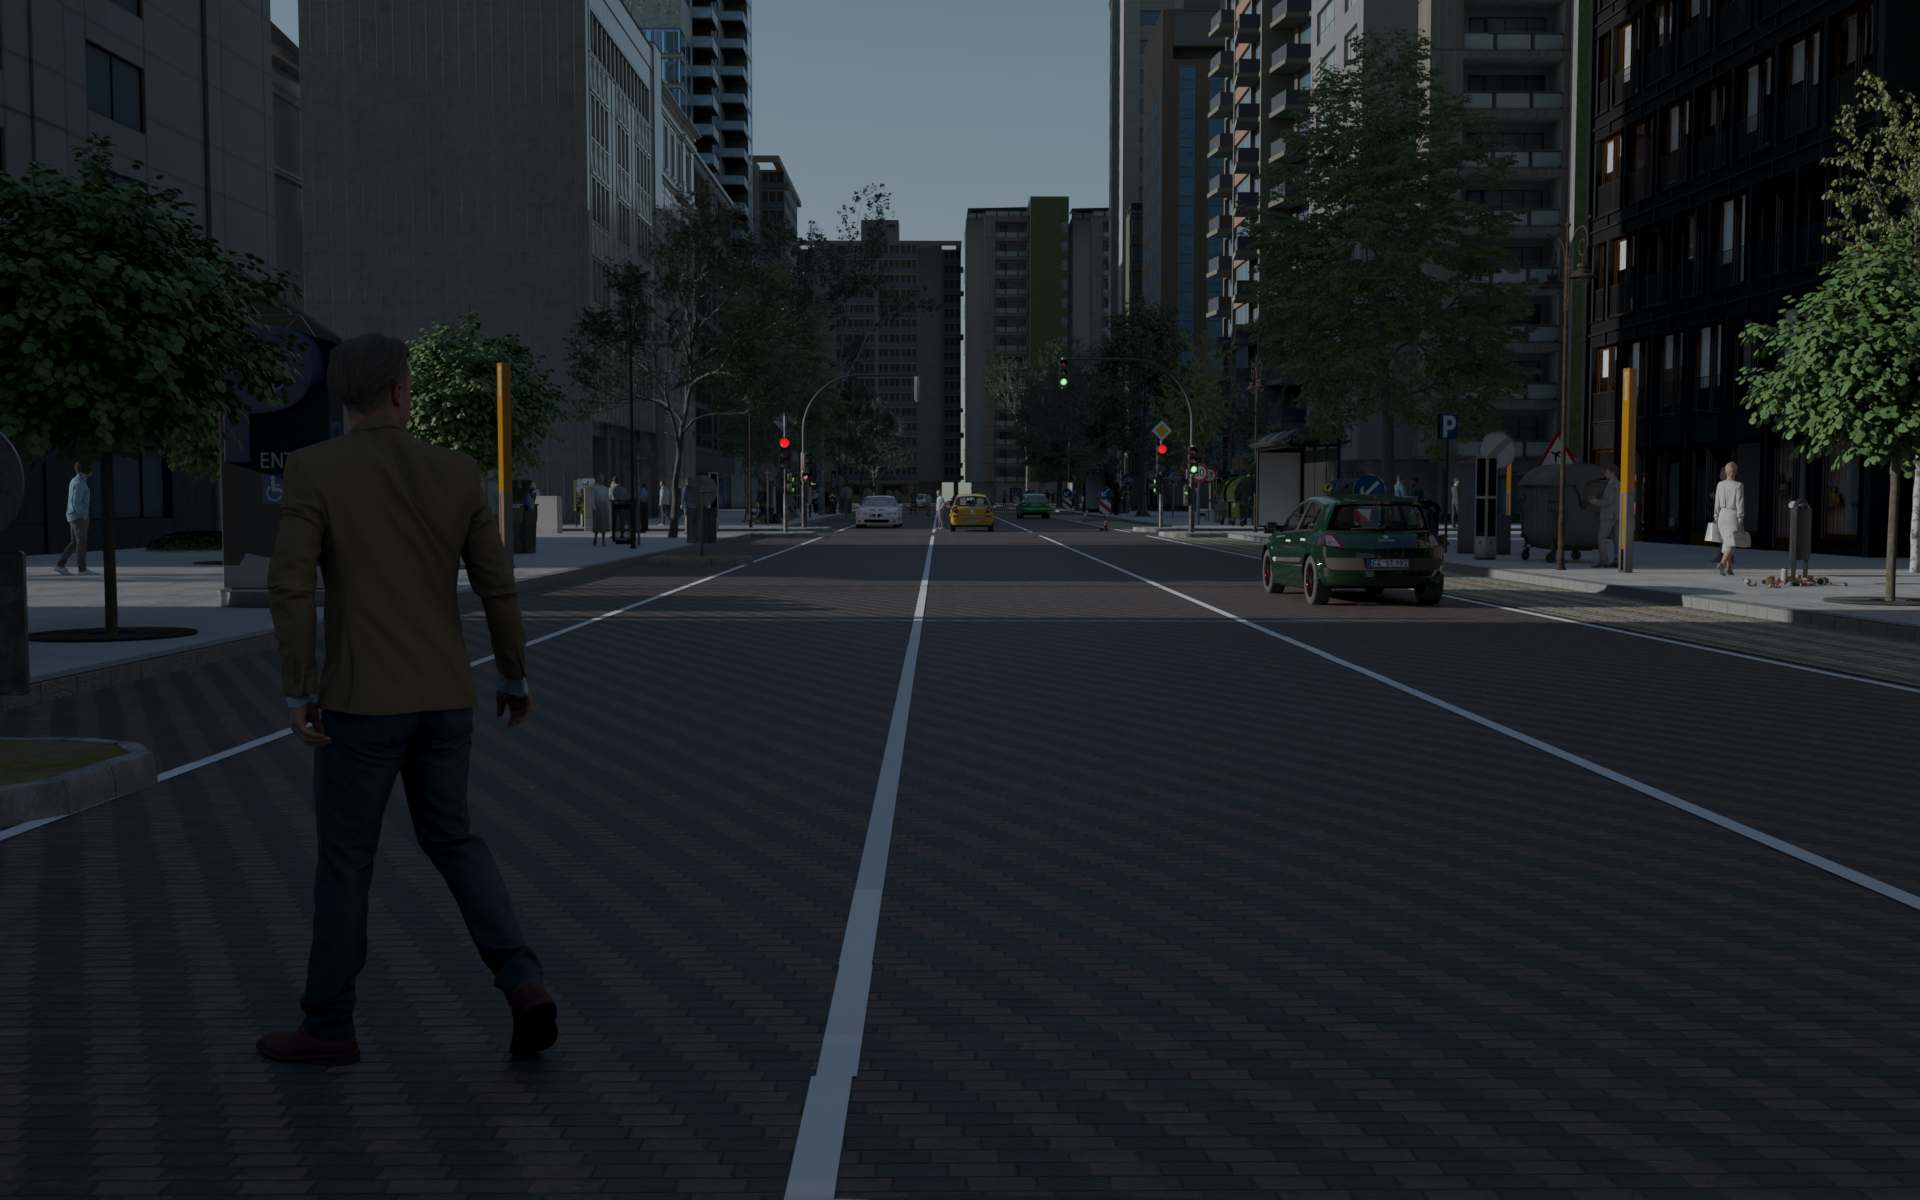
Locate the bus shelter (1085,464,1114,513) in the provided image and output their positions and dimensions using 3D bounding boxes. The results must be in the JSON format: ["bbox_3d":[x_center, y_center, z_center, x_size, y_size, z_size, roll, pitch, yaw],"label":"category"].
[{"bbox_3d":[9.434,-7.544,117.263,2.014,3.302,5.546,0,4,-1],"label":"bus shelter"}]

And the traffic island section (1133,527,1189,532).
[{"bbox_3d":[7.697,-2.683,66.149,2.009,0.180,2.903,0,4,-1],"label":"traffic island section"}]

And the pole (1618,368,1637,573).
[{"bbox_3d":[10.861,-2.099,28.161,0.158,3.312,0.155,0,3,0],"label":"pole"}]

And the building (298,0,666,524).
[{"bbox_3d":[-21.844,-16.212,83.087,12.078,24.808,19.932,0,4,-1],"label":"building"}]

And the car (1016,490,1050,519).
[{"bbox_3d":[4.297,-5.713,102.210,1.959,1.807,4.718,0,4,-2],"label":"car"}]

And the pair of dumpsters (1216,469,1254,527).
[{"bbox_3d":[11.443,-4.119,69.832,1.574,2.255,4.437,0,4,-1],"label":"pair of dumpsters"}]

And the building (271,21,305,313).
[{"bbox_3d":[-38.660,-15.235,77.968,19.941,23.489,11.050,0,4,-1],"label":"building"}]

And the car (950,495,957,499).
[{"bbox_3d":[-0.246,-12.083,210.132,1.945,1.354,3.894,0,3,0],"label":"car"}]

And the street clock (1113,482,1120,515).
[{"bbox_3d":[9.477,-6.141,104.980,0.358,2.002,0.471,3,4,38],"label":"street clock"}]

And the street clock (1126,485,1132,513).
[{"bbox_3d":[11.380,-6.894,117.292,0.471,2.002,0.358,0,4,-3],"label":"street clock"}]

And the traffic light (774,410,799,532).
[{"bbox_3d":[-5.813,-4.218,57.881,0.839,4.253,0.868,0,4,-1],"label":"traffic light"}]

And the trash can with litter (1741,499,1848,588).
[{"bbox_3d":[11.665,-0.825,24.550,1.678,1.210,2.233,3,5,44],"label":"trash can with litter"}]

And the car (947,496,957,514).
[{"bbox_3d":[0.038,-7.078,128.306,1.945,1.354,3.894,0,4,-1],"label":"car"}]

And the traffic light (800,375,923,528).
[{"bbox_3d":[-3.812,-5.581,65.924,4.771,5.953,1.251,0,4,-1],"label":"traffic light"}]

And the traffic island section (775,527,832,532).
[{"bbox_3d":[-5.943,-2.674,65.999,2.009,0.180,2.903,0,4,-1],"label":"traffic island section"}]

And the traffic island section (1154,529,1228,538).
[{"bbox_3d":[7.788,-2.195,58.164,2.009,0.180,2.903,0,4,-1],"label":"traffic island section"}]

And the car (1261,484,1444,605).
[{"bbox_3d":[5.322,-0.859,23.831,2.009,1.686,4.222,0,4,-2],"label":"car"}]

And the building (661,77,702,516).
[{"bbox_3d":[-23.308,-19.391,102.939,13.634,28.700,20.117,0,4,-1],"label":"building"}]

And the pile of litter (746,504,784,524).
[{"bbox_3d":[-8.381,-3.708,74.590,1.719,0.858,1.176,-1,4,-21],"label":"pile of litter"}]

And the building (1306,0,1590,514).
[{"bbox_3d":[24.792,-24.335,81.466,14.086,41.232,14.154,0,4,-1],"label":"building"}]

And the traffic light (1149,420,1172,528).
[{"bbox_3d":[7.657,-4.716,66.034,0.839,4.253,0.868,0,4,-1],"label":"traffic light"}]

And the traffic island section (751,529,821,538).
[{"bbox_3d":[-5.853,-2.186,58.015,2.009,0.180,2.903,0,4,-1],"label":"traffic island section"}]

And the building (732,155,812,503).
[{"bbox_3d":[-30.105,-30.623,192.564,23.993,40.220,32.217,0,4,-1],"label":"building"}]

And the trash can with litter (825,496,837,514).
[{"bbox_3d":[-8.349,-6.075,110.712,1.055,1.170,0.624,3,4,36],"label":"trash can with litter"}]

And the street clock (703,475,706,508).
[{"bbox_3d":[-9.873,-3.794,66.603,0.358,2.002,0.471,-2,4,-30],"label":"street clock"}]

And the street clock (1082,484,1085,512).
[{"bbox_3d":[8.647,-7.107,120.774,0.358,2.002,0.471,0,4,7],"label":"street clock"}]

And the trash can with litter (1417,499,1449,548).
[{"bbox_3d":[11.197,-1.823,41.185,0.624,1.170,1.055,3,5,40],"label":"trash can with litter"}]

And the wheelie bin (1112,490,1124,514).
[{"bbox_3d":[10.240,-6.401,112.563,0.693,1.594,0.980,1,4,22],"label":"wheelie bin"}]

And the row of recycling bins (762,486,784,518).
[{"bbox_3d":[-10.099,-5.330,94.256,1.069,1.692,3.534,-1,4,-14],"label":"row of recycling bins"}]

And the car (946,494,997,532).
[{"bbox_3d":[0.460,-3.503,67.495,2.015,1.641,3.980,0,4,0],"label":"car"}]

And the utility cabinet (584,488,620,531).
[{"bbox_3d":[-12.139,-3.064,58.770,1.173,1.500,0.318,-1,4,-15],"label":"utility cabinet"}]

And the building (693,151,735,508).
[{"bbox_3d":[-24.782,-20.296,125.346,14.314,27.812,24.014,0,4,-1],"label":"building"}]

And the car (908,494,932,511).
[{"bbox_3d":[-3.329,-8.228,144.755,2.015,1.641,3.980,0,4,-1],"label":"car"}]

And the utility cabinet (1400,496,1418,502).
[{"bbox_3d":[12.058,-2.206,47.226,0.306,1.237,1.020,-1,4,-18],"label":"utility cabinet"}]

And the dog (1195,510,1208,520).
[{"bbox_3d":[12.024,-4.241,86.169,0.540,0.507,0.406,-2,4,-27],"label":"dog"}]

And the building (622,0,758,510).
[{"bbox_3d":[-29.181,-51.535,155.275,22.319,86.520,31.000,0,4,-1],"label":"building"}]

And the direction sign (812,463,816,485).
[{"bbox_3d":[-10.765,-8.313,127.917,0.379,3.537,0.876,1,4,14],"label":"direction sign"}]

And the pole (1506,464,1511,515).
[{"bbox_3d":[21.037,-4.436,66.377,0.158,3.312,0.155,0,3,0],"label":"pole"}]

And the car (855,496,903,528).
[{"bbox_3d":[-3.472,-3.826,74.915,2.083,1.381,4.827,0,4,1],"label":"car"}]

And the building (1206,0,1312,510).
[{"bbox_3d":[29.905,-28.836,126.092,22.147,44.769,28.867,0,4,-1],"label":"building"}]

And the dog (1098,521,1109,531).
[{"bbox_3d":[5.498,-2.865,67.040,0.748,0.427,0.550,-1,4,-21],"label":"dog"}]

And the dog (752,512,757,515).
[{"bbox_3d":[-12.447,-5.274,103.961,0.550,0.427,0.748,-2,4,-25],"label":"dog"}]

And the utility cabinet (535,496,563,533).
[{"bbox_3d":[-13.516,-2.784,56.681,1.020,1.237,0.306,1,4,21],"label":"utility cabinet"}]

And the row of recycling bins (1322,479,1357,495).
[{"bbox_3d":[10.689,-2.470,47.499,1.069,1.692,3.534,0,4,1],"label":"row of recycling bins"}]

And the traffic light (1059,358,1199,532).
[{"bbox_3d":[5.657,-5.090,57.885,4.771,5.953,1.251,0,4,-1],"label":"traffic light"}]

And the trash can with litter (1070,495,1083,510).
[{"bbox_3d":[9.664,-7.744,137.667,1.678,1.210,2.233,-3,5,-41],"label":"trash can with litter"}]

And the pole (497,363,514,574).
[{"bbox_3d":[-7.097,-2.030,27.035,0.158,3.312,0.155,0,3,0],"label":"pole"}]

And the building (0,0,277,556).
[{"bbox_3d":[-29.599,-36.764,39.338,20.611,71.187,20.563,0,4,-1],"label":"building"}]

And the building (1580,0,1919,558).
[{"bbox_3d":[24.303,-12.989,42.047,12.332,23.373,15.834,0,4,-1],"label":"building"}]

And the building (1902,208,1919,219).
[{"bbox_3d":[23.724,-11.945,24.182,11.050,23.489,19.941,0,4,-1],"label":"building"}]

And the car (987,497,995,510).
[{"bbox_3d":[0.811,-4.557,87.082,1.945,1.354,3.894,0,4,-1],"label":"car"}]

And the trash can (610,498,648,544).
[{"bbox_3d":[-8.618,-2.004,44.425,0.748,1.137,0.748,0,3,0],"label":"trash can"}]

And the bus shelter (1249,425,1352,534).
[{"bbox_3d":[10.422,-3.647,53.551,2.014,3.302,5.546,0,4,-1],"label":"bus shelter"}]

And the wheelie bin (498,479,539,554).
[{"bbox_3d":[-9.544,-1.804,37.408,0.980,1.594,0.693,1,4,16],"label":"wheelie bin"}]

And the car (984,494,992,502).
[{"bbox_3d":[2.492,-10.767,188.044,2.014,1.417,4.499,0,4,-1],"label":"car"}]

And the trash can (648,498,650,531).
[{"bbox_3d":[-10.574,-2.776,57.049,0.748,1.137,0.748,0,3,0],"label":"trash can"}]
